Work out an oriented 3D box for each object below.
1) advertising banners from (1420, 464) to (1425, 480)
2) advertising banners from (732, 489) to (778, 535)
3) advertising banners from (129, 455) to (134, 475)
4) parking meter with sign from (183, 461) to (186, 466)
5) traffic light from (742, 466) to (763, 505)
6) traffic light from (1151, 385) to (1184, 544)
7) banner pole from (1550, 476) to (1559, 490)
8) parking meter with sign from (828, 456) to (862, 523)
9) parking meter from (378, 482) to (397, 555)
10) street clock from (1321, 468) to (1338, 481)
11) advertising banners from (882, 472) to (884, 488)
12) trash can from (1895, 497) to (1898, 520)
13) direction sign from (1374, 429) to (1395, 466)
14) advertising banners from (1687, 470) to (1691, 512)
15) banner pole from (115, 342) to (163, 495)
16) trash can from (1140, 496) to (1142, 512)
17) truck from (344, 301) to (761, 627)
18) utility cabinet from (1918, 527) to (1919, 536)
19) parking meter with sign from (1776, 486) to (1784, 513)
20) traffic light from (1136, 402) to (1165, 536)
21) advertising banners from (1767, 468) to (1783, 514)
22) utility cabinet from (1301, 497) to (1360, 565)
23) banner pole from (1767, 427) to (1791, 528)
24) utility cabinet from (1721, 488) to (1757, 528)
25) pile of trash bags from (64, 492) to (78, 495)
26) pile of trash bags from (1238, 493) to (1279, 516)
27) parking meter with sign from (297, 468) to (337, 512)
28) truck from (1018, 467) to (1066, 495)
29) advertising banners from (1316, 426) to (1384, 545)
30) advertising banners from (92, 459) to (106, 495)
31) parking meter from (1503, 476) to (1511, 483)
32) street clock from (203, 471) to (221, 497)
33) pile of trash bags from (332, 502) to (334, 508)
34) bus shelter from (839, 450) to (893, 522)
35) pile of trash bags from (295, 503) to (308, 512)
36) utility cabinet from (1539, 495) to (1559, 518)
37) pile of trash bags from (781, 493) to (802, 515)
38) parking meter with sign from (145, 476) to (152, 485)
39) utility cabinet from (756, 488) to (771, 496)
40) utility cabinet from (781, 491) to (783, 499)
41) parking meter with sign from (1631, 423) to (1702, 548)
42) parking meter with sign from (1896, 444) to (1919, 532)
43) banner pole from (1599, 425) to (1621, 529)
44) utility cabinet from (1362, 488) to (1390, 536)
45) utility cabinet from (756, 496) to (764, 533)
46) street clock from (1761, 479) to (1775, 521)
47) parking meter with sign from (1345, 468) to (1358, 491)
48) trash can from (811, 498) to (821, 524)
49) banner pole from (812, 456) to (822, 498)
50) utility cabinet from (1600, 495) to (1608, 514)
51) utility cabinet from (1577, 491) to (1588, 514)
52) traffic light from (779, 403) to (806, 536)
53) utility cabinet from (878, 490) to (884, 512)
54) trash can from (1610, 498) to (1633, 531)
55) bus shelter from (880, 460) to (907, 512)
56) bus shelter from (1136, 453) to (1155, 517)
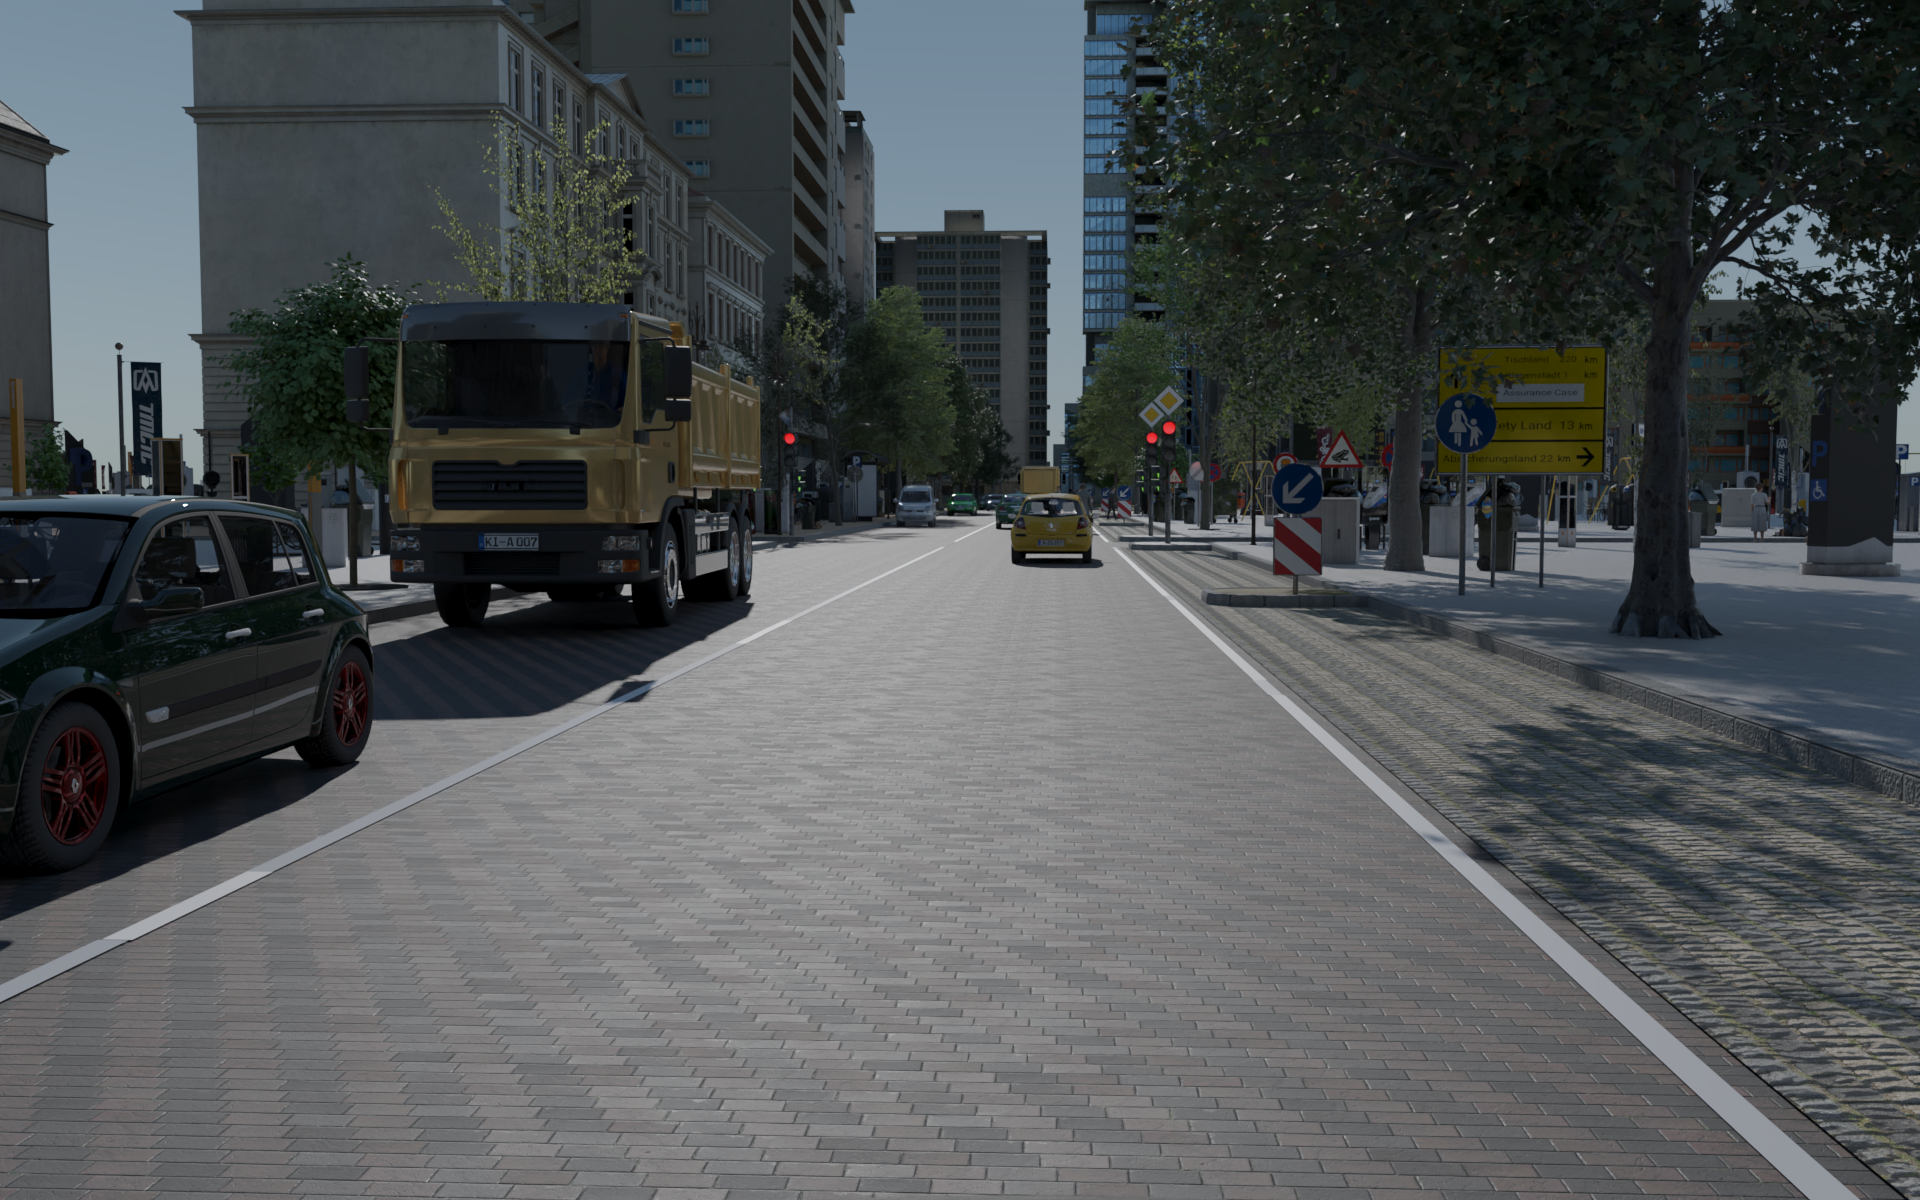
[{"bbox_3d":[27.729,-6.450,101.649,2.074,3.025,0.090,3,5,40],"label":"advertising banners"},{"bbox_3d":[-6.705,-3.590,54.885,2.074,3.025,0.090,0,4,5],"label":"advertising banners"},{"bbox_3d":[-36.763,-5.045,78.674,0.090,3.025,2.074,2,4,29],"label":"advertising banners"},{"bbox_3d":[-41.350,-5.863,92.123,0.543,3.016,1.738,-1,4,-18],"label":"parking meter with sign"},{"bbox_3d":[-5.622,-3.456,45.424,0.839,4.253,0.868,0,4,3],"label":"traffic light"},{"bbox_3d":[5.373,-3.420,44.838,0.839,4.253,0.868,0,4,3],"label":"traffic light"},{"bbox_3d":[41.463,-7.934,119.743,0.863,3.779,0.401,-1,4,-18],"label":"banner pole"},{"bbox_3d":[-5.225,-5.033,78.553,0.543,3.016,1.738,3,5,39],"label":"parking meter with sign"},{"bbox_3d":[-12.167,-1.739,36.844,0.372,1.533,0.369,0,3,0],"label":"parking meter"},{"bbox_3d":[7.824,-1.964,36.689,0.358,2.002,0.471,2,4,30],"label":"street clock"},{"bbox_3d":[-5.056,-7.330,116.030,0.090,3.025,2.074,-1,4,-9],"label":"advertising banners"},{"bbox_3d":[47.888,-4.753,89.369,0.748,1.137,0.748,0,3,0],"label":"trash can"},{"bbox_3d":[14.782,-4.157,59.971,0.876,3.537,0.379,2,4,24],"label":"direction sign"},{"bbox_3d":[51.741,-7.735,122.647,0.090,3.025,2.074,1,4,8],"label":"advertising banners"},{"bbox_3d":[-13.675,-2.372,28.802,0.863,3.779,0.401,-2,4,-29],"label":"banner pole"},{"bbox_3d":[12.757,-6.817,123.109,0.748,1.137,0.748,0,3,0],"label":"trash can"},{"bbox_3d":[-4.315,-1.526,20.872,3.469,3.379,9.791,0,4,1],"label":"truck"},{"bbox_3d":[29.333,-2.661,52.189,0.318,1.500,1.173,0,4,5],"label":"utility cabinet"},{"bbox_3d":[54.287,-7.239,114.619,0.543,3.016,1.738,1,4,21],"label":"parking meter with sign"},{"bbox_3d":[5.811,-3.908,52.811,0.839,4.253,0.868,0,4,3],"label":"traffic light"},{"bbox_3d":[54.989,-7.473,118.377,2.074,3.025,0.090,0,4,-1],"label":"advertising banners"},{"bbox_3d":[6.804,-1.264,31.830,1.020,1.237,0.306,2,4,27],"label":"utility cabinet"},{"bbox_3d":[30.509,-4.567,64.694,0.863,3.779,0.401,0,4,5],"label":"banner pole"},{"bbox_3d":[29.495,-3.481,65.585,1.173,1.500,0.318,3,5,41],"label":"utility cabinet"},{"bbox_3d":[-35.444,-3.539,67.609,3.447,1.369,1.912,2,4,33],"label":"pile of trash bags"},{"bbox_3d":[17.571,-5.746,103.693,1.912,1.369,3.447,3,5,39],"label":"pile of trash bags"},{"bbox_3d":[-21.325,-3.756,57.668,0.543,3.016,1.738,1,4,18],"label":"parking meter with sign"},{"bbox_3d":[5.629,-7.642,120.867,3.469,3.379,9.791,0,4,4],"label":"truck"},{"bbox_3d":[9.995,-2.956,44.521,0.090,3.025,2.074,-3,5,-44],"label":"advertising banners"},{"bbox_3d":[-43.415,-5.626,88.178,0.090,3.025,2.074,3,4,37],"label":"advertising banners"},{"bbox_3d":[13.242,-2.235,42.248,0.255,1.863,0.399,3,5,39],"label":"parking meter"},{"bbox_3d":[-23.349,-3.028,54.074,0.471,2.002,0.358,-3,5,-43],"label":"street clock"},{"bbox_3d":[-41.792,-6.604,117.731,3.447,1.369,1.912,1,4,9],"label":"pile of trash bags"},{"bbox_3d":[-4.461,-5.432,82.741,2.014,3.302,5.546,0,4,3],"label":"bus shelter"},{"bbox_3d":[-43.406,-6.304,112.815,1.912,1.369,3.447,1,4,16],"label":"pile of trash bags"},{"bbox_3d":[31.677,-5.013,93.130,1.020,1.237,0.306,-1,4,-11],"label":"utility cabinet"},{"bbox_3d":[-9.346,-5.248,95.557,1.912,1.369,3.447,0,4,-3],"label":"pile of trash bags"},{"bbox_3d":[-57.936,-7.874,125.000,1.738,3.016,0.543,2,4,27],"label":"parking meter with sign"},{"bbox_3d":[-11.684,-5.881,104.840,1.173,1.500,0.318,0,4,1],"label":"utility cabinet"},{"bbox_3d":[-12.244,-6.535,115.518,1.173,1.500,0.318,3,4,37],"label":"utility cabinet"},{"bbox_3d":[17.162,-2.798,42.012,0.543,3.016,1.738,-2,4,-30],"label":"parking meter with sign"},{"bbox_3d":[32.564,-3.861,59.390,0.543,3.016,1.738,0,4,5],"label":"parking meter with sign"},{"bbox_3d":[23.674,-4.460,62.932,0.863,3.779,0.401,1,4,8],"label":"banner pole"},{"bbox_3d":[12.884,-2.701,52.838,1.173,1.500,0.318,-1,4,-19],"label":"utility cabinet"},{"bbox_3d":[-6.746,-2.857,57.872,1.020,1.237,0.306,0,4,-3],"label":"utility cabinet"},{"bbox_3d":[38.083,-4.725,81.823,0.471,2.002,0.358,2,4,31],"label":"street clock"},{"bbox_3d":[20.688,-5.669,88.946,1.738,3.016,0.543,2,4,25],"label":"parking meter with sign"},{"bbox_3d":[-6.029,-3.634,71.063,0.748,1.137,0.748,0,3,0],"label":"trash can"},{"bbox_3d":[-9.490,-7.609,114.416,0.863,3.779,0.401,-2,4,-33],"label":"banner pole"},{"bbox_3d":[42.618,-6.296,114.104,1.020,1.237,0.306,-2,4,-32],"label":"utility cabinet"},{"bbox_3d":[38.572,-6.051,107.614,0.318,1.500,1.173,-1,4,-11],"label":"utility cabinet"},{"bbox_3d":[-5.184,-3.943,53.397,0.839,4.253,0.868,0,4,3],"label":"traffic light"},{"bbox_3d":[-4.682,-5.531,99.103,0.318,1.500,1.173,-2,4,-26],"label":"utility cabinet"},{"bbox_3d":[23.349,-3.028,61.155,0.748,1.137,0.748,0,3,0],"label":"trash can"},{"bbox_3d":[-4.539,-8.049,122.884,1.731,3.624,6.357,0,4,3],"label":"bus shelter"},{"bbox_3d":[11.278,-6.710,100.989,1.731,3.624,6.357,0,4,3],"label":"bus shelter"}]
